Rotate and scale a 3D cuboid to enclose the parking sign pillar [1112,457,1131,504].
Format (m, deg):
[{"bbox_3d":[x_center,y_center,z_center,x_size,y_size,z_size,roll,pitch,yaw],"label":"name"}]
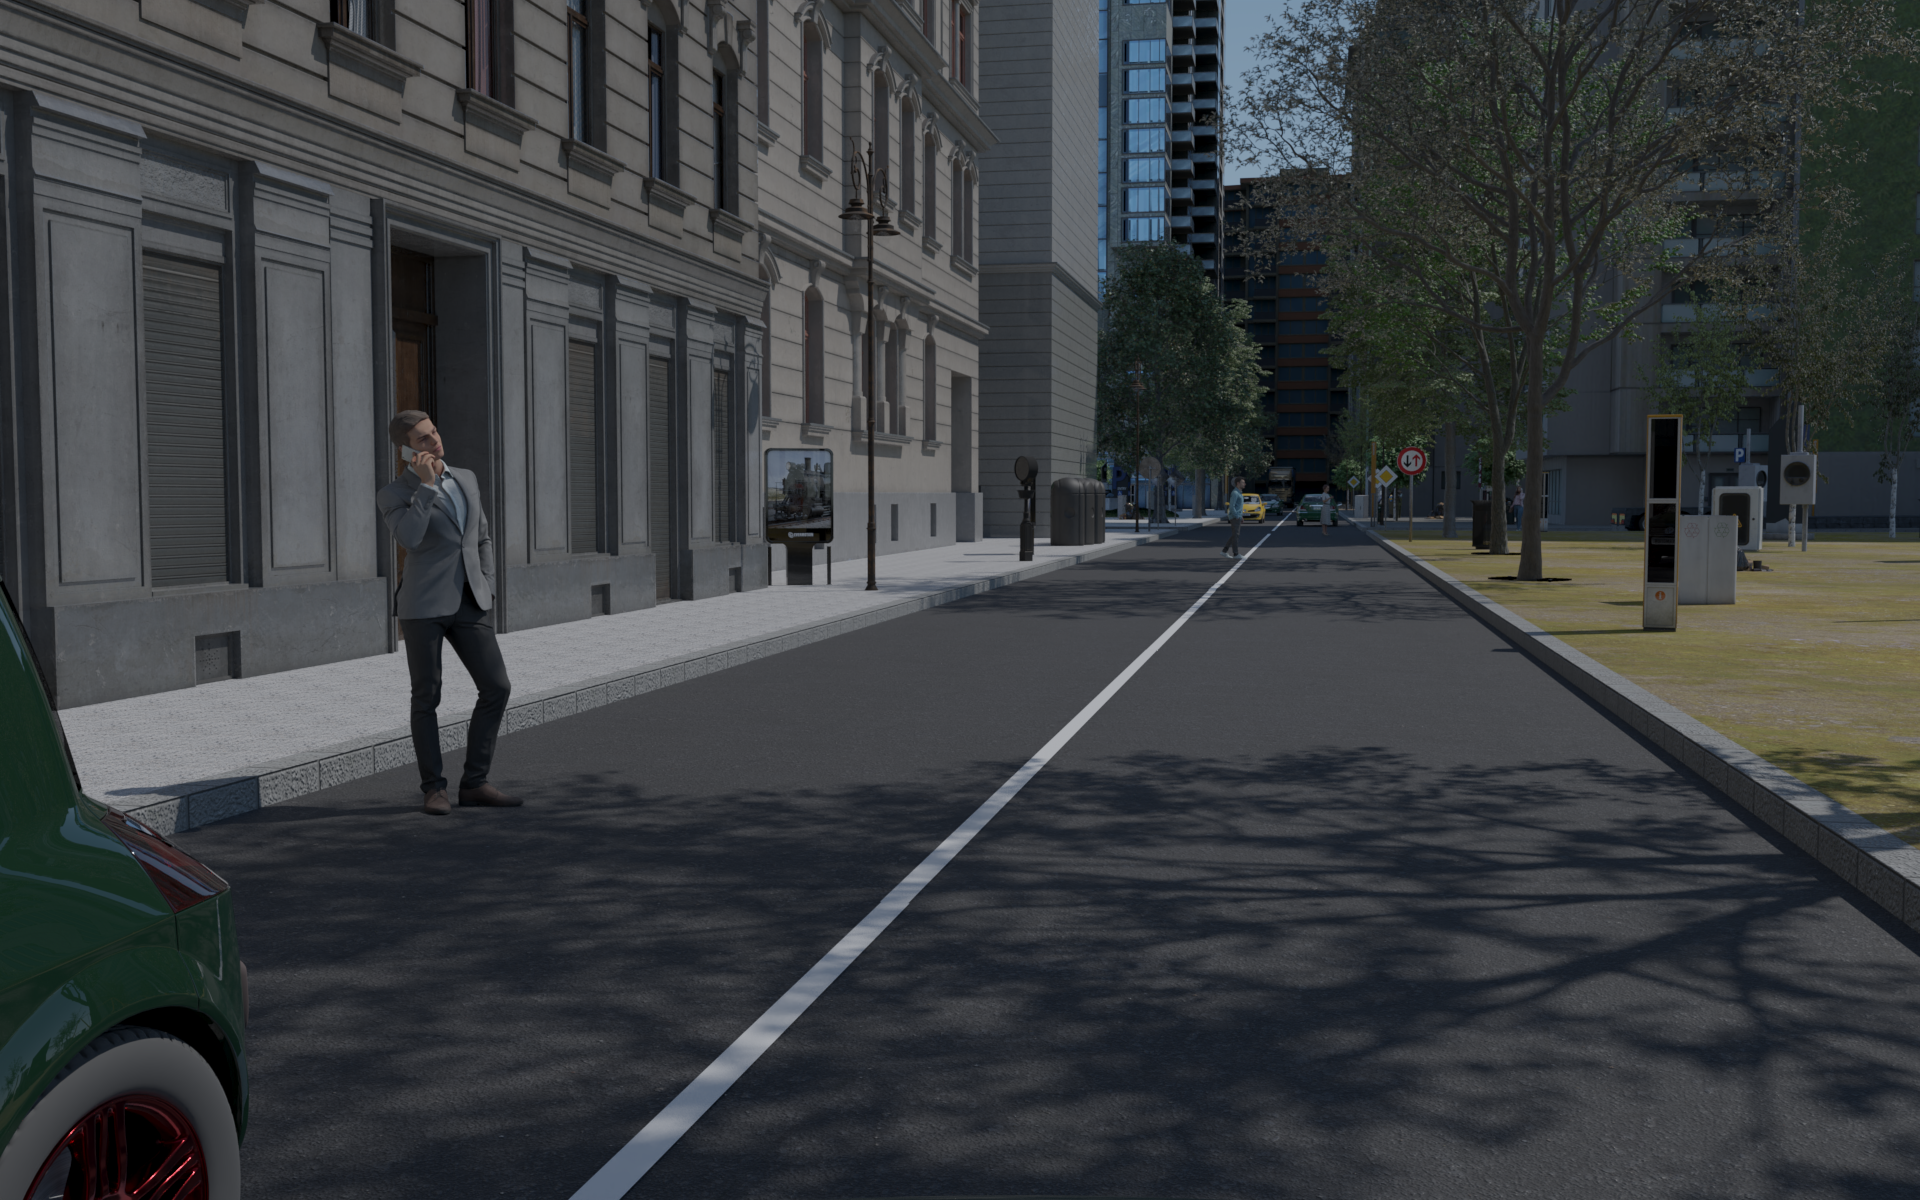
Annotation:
[{"bbox_3d":[11.498,-8.254,123.433,1.447,3.967,1.447,2,4,35],"label":"parking sign pillar"}]

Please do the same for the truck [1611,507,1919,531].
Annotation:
[{"bbox_3d":[32.549,-4.277,59.690,18.799,4.110,2.967,1,4,10],"label":"truck"}]

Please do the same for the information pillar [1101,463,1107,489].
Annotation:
[{"bbox_3d":[10.397,-8.172,124.972,0.504,3.616,0.183,-2,4,-31],"label":"information pillar"}]

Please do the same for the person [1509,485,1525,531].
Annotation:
[{"bbox_3d":[20.795,-3.388,64.489,0.643,1.750,0.593,-3,5,-40],"label":"person"}]

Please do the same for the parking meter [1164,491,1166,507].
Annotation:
[{"bbox_3d":[12.618,-6.085,107.895,0.372,1.533,0.369,0,3,0],"label":"parking meter"}]

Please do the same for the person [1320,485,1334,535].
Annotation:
[{"bbox_3d":[12.763,-3.119,60.060,0.524,1.755,0.480,2,4,33],"label":"person"}]

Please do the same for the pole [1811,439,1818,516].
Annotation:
[{"bbox_3d":[31.957,-4.339,64.778,0.158,3.312,0.155,0,3,0],"label":"pole"}]

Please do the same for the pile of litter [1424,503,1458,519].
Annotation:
[{"bbox_3d":[24.614,-4.555,88.444,1.719,0.858,1.176,1,4,20],"label":"pile of litter"}]

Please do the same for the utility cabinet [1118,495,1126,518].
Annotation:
[{"bbox_3d":[8.564,-4.921,91.628,0.306,1.237,1.020,1,4,15],"label":"utility cabinet"}]

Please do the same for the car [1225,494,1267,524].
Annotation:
[{"bbox_3d":[14.065,-4.573,84.991,2.015,1.641,3.980,1,4,12],"label":"car"}]

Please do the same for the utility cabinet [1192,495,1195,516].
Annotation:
[{"bbox_3d":[14.272,-5.665,103.778,0.306,1.237,1.020,2,4,34],"label":"utility cabinet"}]

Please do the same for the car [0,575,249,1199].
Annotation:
[{"bbox_3d":[-2.331,0.517,1.337,2.009,1.686,4.222,1,4,12],"label":"car"}]

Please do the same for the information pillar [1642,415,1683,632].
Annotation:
[{"bbox_3d":[6.576,-0.717,16.214,0.304,2.012,0.304,1,4,23],"label":"information pillar"}]

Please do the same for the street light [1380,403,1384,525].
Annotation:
[{"bbox_3d":[17.277,-5.987,70.674,0.468,5.910,1.993,1,4,11],"label":"street light"}]

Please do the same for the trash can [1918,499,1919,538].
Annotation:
[{"bbox_3d":[26.974,-2.226,48.048,0.748,1.137,0.748,0,3,0],"label":"trash can"}]

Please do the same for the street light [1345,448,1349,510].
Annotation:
[{"bbox_3d":[31.497,-10.285,140.946,0.468,5.910,1.993,1,4,11],"label":"street light"}]

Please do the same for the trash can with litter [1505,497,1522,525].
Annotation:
[{"bbox_3d":[23.253,-3.749,72.689,1.055,1.170,0.624,-1,4,-10],"label":"trash can with litter"}]

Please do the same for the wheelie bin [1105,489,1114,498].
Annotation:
[{"bbox_3d":[10.079,-6.776,118.695,0.980,1.594,0.693,2,4,24],"label":"wheelie bin"}]

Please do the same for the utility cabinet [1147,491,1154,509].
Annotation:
[{"bbox_3d":[12.757,-6.465,114.389,0.318,1.500,1.173,3,4,39],"label":"utility cabinet"}]

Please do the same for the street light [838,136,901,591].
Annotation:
[{"bbox_3d":[-1.179,-3.064,22.888,0.468,5.910,1.993,1,4,11],"label":"street light"}]

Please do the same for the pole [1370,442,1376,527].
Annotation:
[{"bbox_3d":[16.138,-4.510,67.586,0.158,3.312,0.155,0,3,0],"label":"pole"}]

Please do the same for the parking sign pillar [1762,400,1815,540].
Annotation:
[{"bbox_3d":[23.339,-3.691,48.821,1.447,3.967,1.447,0,4,-7],"label":"parking sign pillar"}]

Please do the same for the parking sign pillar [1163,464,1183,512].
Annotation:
[{"bbox_3d":[15.611,-8.471,126.981,1.447,3.967,1.447,0,3,0],"label":"parking sign pillar"}]

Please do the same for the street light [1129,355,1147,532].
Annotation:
[{"bbox_3d":[5.931,-5.201,57.816,0.468,5.910,1.993,1,4,11],"label":"street light"}]

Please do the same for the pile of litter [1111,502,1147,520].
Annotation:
[{"bbox_3d":[8.441,-4.436,86.499,1.719,0.858,1.176,2,4,27],"label":"pile of litter"}]

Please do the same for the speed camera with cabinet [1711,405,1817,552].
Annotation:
[{"bbox_3d":[18.046,-2.723,38.857,2.038,3.252,0.660,2,4,31],"label":"speed camera with cabinet"}]

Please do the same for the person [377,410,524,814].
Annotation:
[{"bbox_3d":[-2.308,0.052,7.834,0.592,1.802,0.473,-2,4,-35],"label":"person"}]

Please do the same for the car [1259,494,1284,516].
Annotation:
[{"bbox_3d":[20.522,-6.334,115.353,2.131,1.459,4.920,1,4,13],"label":"car"}]

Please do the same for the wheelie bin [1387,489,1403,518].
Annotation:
[{"bbox_3d":[23.278,-5.180,92.605,0.693,1.594,0.980,2,4,31],"label":"wheelie bin"}]

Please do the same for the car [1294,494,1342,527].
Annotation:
[{"bbox_3d":[16.131,-4.053,78.067,2.131,1.459,4.920,1,4,12],"label":"car"}]

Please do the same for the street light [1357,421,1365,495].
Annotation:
[{"bbox_3d":[24.556,-8.149,106.023,0.468,5.910,1.993,1,4,11],"label":"street light"}]

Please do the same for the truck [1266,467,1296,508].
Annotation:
[{"bbox_3d":[33.657,-11.754,181.091,2.839,4.237,11.283,1,4,13],"label":"truck"}]

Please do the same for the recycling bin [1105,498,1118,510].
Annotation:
[{"bbox_3d":[9.355,-5.834,107.947,0.722,1.027,0.722,-2,4,-33],"label":"recycling bin"}]

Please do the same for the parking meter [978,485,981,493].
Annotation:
[{"bbox_3d":[0.419,-2.539,49.926,0.372,1.533,0.369,0,3,0],"label":"parking meter"}]

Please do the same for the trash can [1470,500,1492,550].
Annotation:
[{"bbox_3d":[12.212,-1.746,40.207,0.748,1.137,0.748,0,3,0],"label":"trash can"}]

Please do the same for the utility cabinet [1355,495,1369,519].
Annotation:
[{"bbox_3d":[21.149,-4.900,91.278,0.306,1.237,1.020,-1,4,-14],"label":"utility cabinet"}]

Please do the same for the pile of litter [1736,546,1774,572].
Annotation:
[{"bbox_3d":[12.930,-0.943,29.378,1.176,0.858,1.719,-1,4,-19],"label":"pile of litter"}]

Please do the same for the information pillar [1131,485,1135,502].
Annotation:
[{"bbox_3d":[13.765,-8.187,138.351,0.304,2.012,0.304,0,4,-7],"label":"information pillar"}]

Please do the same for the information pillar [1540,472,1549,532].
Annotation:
[{"bbox_3d":[19.707,-3.311,58.623,0.304,2.012,0.304,3,5,45],"label":"information pillar"}]

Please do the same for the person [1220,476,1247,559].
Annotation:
[{"bbox_3d":[6.085,-1.835,38.516,0.620,1.820,0.660,1,4,13],"label":"person"}]

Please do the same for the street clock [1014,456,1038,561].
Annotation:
[{"bbox_3d":[1.262,-1.743,33.064,0.358,2.002,0.471,-2,4,-35],"label":"street clock"}]

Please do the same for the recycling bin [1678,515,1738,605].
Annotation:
[{"bbox_3d":[8.660,-0.481,20.421,0.722,1.027,0.722,0,4,1],"label":"recycling bin"}]

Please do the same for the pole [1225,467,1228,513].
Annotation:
[{"bbox_3d":[17.632,-7.381,114.523,0.158,3.312,0.155,0,3,0],"label":"pole"}]
